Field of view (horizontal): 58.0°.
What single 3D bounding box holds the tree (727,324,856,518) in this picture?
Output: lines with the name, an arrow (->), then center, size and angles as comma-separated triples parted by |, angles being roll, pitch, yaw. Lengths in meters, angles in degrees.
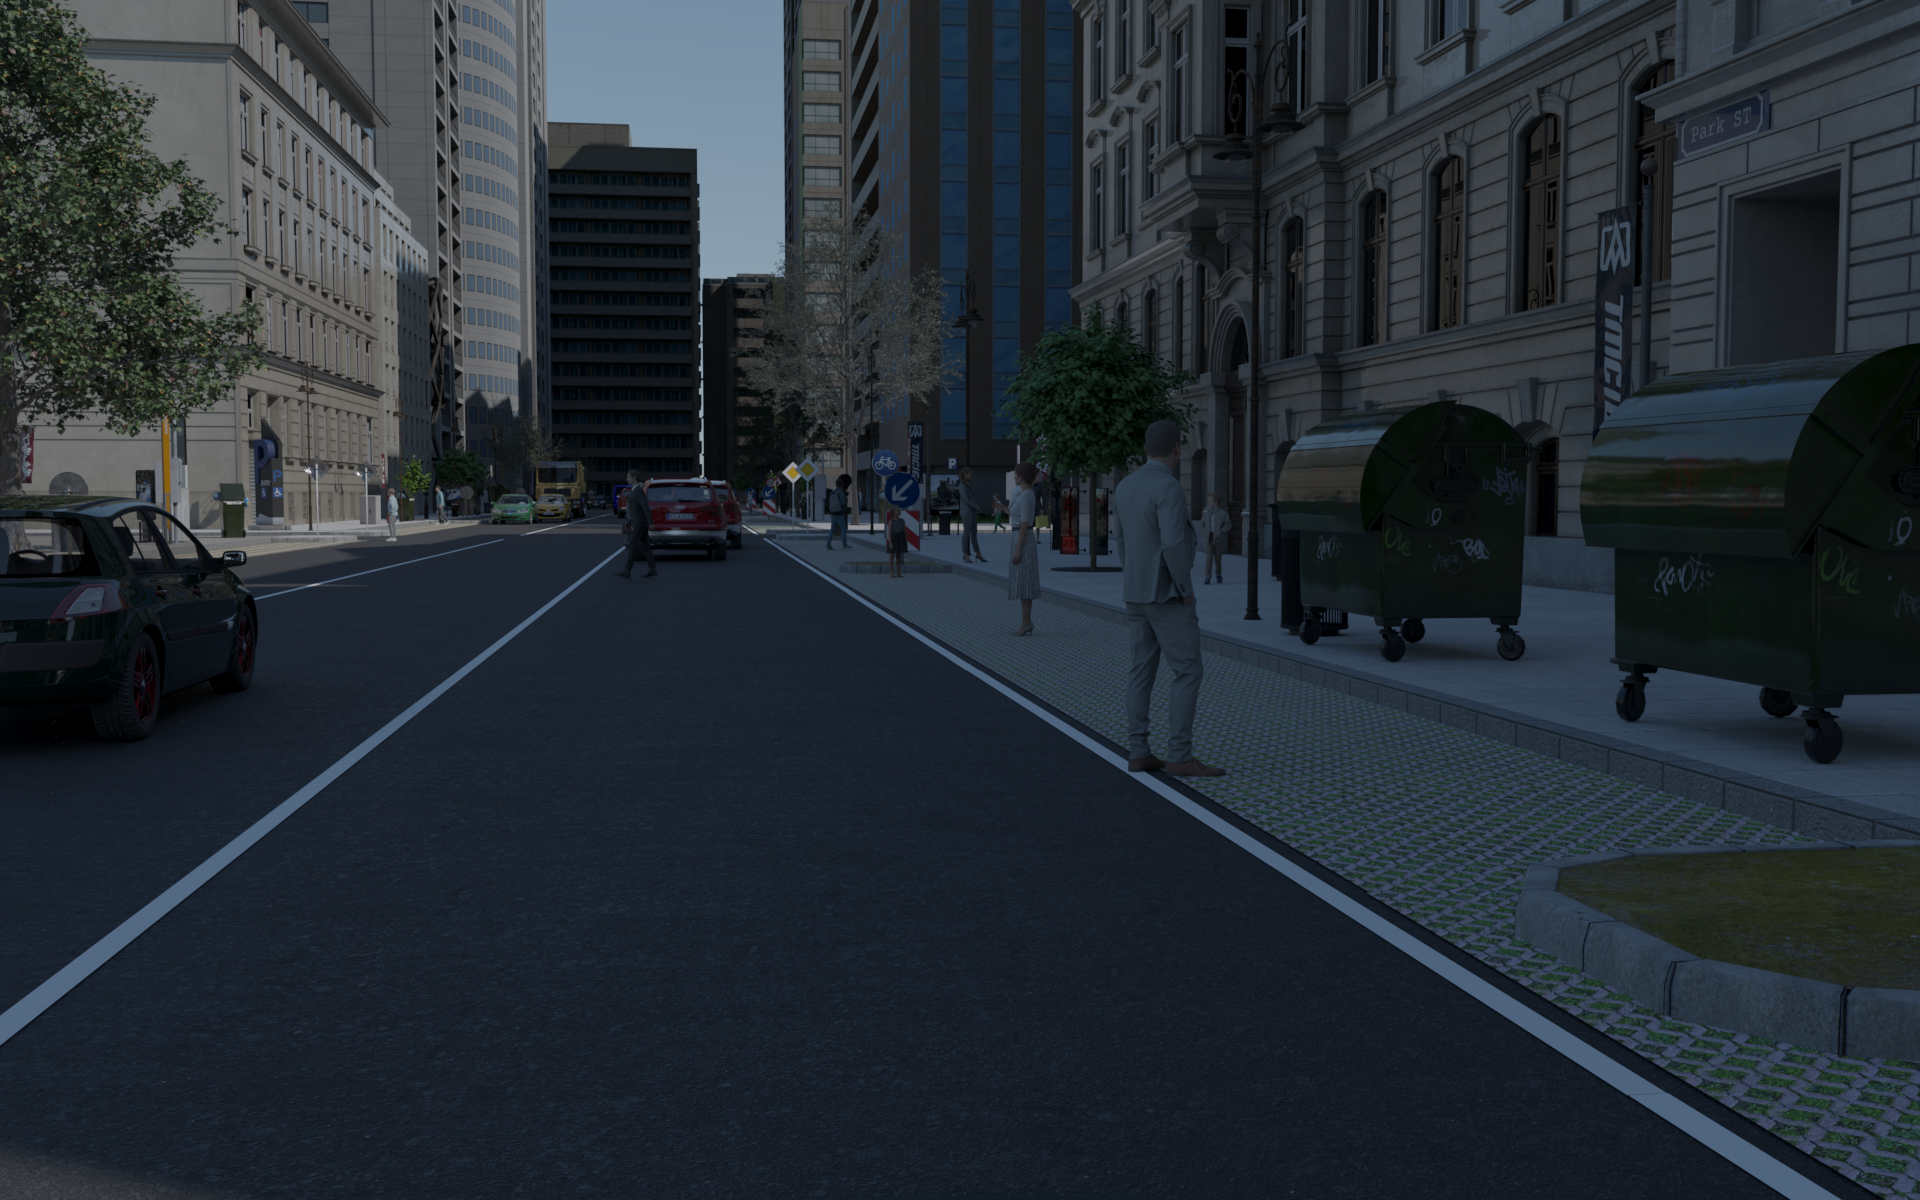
tree -> -9.111, -9.738, 93.626 | 7.601, 10.594, 8.767 | 0, 4, -3

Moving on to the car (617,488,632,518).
car -> -19.508, -5.841, 104.167 | 2.281, 1.827, 5.304 | -1, 4, -9

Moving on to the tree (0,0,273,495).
tree -> -20.288, -7.330, 36.860 | 9.611, 12.733, 9.660 | 0, 3, 0

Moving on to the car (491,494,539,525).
car -> -21.292, -4.351, 82.941 | 2.131, 1.459, 4.920 | 0, 4, -8

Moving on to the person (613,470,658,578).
person -> -5.561, -1.307, 29.651 | 0.755, 1.850, 0.659 | 0, 4, -6

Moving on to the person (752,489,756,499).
person -> -18.611, -9.118, 155.565 | 0.568, 1.767, 0.683 | 1, 4, 16

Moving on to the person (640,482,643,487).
person -> -10.090, -2.800, 54.468 | 0.537, 1.800, 0.526 | -1, 4, -11

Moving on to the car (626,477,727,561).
car -> -6.345, -1.849, 38.910 | 2.281, 1.827, 5.304 | -1, 4, -10

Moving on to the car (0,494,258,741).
car -> -5.830, -0.092, 11.295 | 2.009, 1.686, 4.222 | -1, 4, -10

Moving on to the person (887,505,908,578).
person -> -1.059, -1.003, 29.575 | 0.362, 1.253, 0.373 | -2, 4, -27

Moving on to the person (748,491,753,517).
person -> -12.883, -5.887, 106.561 | 0.330, 1.601, 0.589 | 1, 4, 8

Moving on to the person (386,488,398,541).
person -> -17.385, -2.612, 53.016 | 0.330, 1.601, 0.589 | 0, 4, 3

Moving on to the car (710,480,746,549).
car -> -6.900, -2.323, 46.651 | 2.281, 1.827, 5.304 | 0, 4, -7

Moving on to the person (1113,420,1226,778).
person -> 1.020, -0.016, 8.866 | 0.391, 1.810, 0.635 | -2, 4, -34

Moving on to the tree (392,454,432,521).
tree -> -26.280, -5.449, 83.692 | 1.663, 3.219, 1.824 | 0, 3, 0

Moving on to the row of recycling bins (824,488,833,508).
row of recycling bins -> -9.204, -6.875, 119.523 | 1.069, 1.692, 3.534 | 0, 4, -6

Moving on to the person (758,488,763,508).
person -> -18.669, -9.555, 162.248 | 0.705, 1.826, 1.348 | -1, 4, -22

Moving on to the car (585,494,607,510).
car -> -33.431, -9.140, 159.218 | 2.009, 1.686, 4.222 | -1, 4, -10

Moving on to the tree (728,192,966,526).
tree -> -4.390, -9.807, 70.710 | 12.009, 13.543, 11.850 | 0, 3, 0

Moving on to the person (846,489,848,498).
person -> -9.327, -8.140, 139.963 | 0.721, 1.723, 1.217 | -2, 4, -31

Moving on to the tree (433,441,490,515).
tree -> -31.039, -7.592, 107.841 | 4.285, 4.588, 4.351 | 0, 3, 0

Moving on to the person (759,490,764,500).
person -> -21.539, -11.160, 189.226 | 1.217, 1.735, 0.721 | -3, 5, -42

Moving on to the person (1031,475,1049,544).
person -> 1.898, -2.377, 45.123 | 0.699, 1.804, 1.509 | 0, 4, -4

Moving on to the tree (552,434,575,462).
tree -> -36.667, -12.283, 151.189 | 4.360, 8.622, 3.978 | 0, 3, 0

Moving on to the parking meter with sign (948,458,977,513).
parking meter with sign -> 0.147, -5.377, 84.181 | 0.543, 3.016, 1.738 | 3, 4, 36

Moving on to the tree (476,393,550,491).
tree -> -33.349, -10.805, 127.025 | 4.360, 8.622, 3.978 | 0, 3, 0

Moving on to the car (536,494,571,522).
car -> -20.986, -4.821, 89.040 | 2.015, 1.641, 3.980 | -1, 4, -8

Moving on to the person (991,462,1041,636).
person -> 0.557, -0.512, 17.449 | 0.524, 1.755, 0.480 | 0, 4, 6

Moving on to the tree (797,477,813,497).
tree -> -9.263, -6.673, 103.705 | 1.663, 3.219, 1.824 | 0, 3, 0

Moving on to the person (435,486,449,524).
person -> -24.255, -4.436, 81.043 | 0.620, 1.820, 0.660 | -2, 4, -33

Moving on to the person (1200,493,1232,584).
person -> 3.654, -0.882, 24.743 | 0.475, 1.303, 0.640 | 1, 4, 16

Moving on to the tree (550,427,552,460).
tree -> -35.367, -11.487, 138.181 | 4.360, 8.622, 3.978 | 0, 3, 0

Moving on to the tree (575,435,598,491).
tree -> -46.140, -15.870, 209.838 | 4.360, 8.622, 3.978 | 0, 3, 0

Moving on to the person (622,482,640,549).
person -> -8.469, -2.248, 45.349 | 0.767, 1.812, 0.694 | 2, 4, 33

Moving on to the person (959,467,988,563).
person -> 0.257, -1.597, 32.433 | 0.573, 1.790, 0.520 | 0, 4, -4

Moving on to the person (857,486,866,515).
person -> -6.119, -6.039, 105.130 | 0.721, 1.781, 0.623 | 3, 4, 36

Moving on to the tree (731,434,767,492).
tree -> -23.466, -14.906, 194.069 | 4.360, 8.622, 3.978 | 0, 3, 0

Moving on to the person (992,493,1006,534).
person -> 1.257, -2.816, 56.332 | 0.590, 1.304, 0.306 | -2, 4, -28

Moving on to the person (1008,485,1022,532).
person -> 1.457, -2.147, 41.364 | 0.641, 1.798, 0.478 | -1, 4, -22

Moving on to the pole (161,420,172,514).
pole -> -20.163, -3.068, 44.005 | 0.158, 3.312, 0.155 | 0, 3, 0

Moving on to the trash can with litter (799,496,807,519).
trash can with litter -> -7.528, -4.625, 87.001 | 1.055, 1.170, 0.624 | -1, 4, -23

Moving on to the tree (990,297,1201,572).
tree -> 2.179, -2.774, 29.068 | 4.285, 4.588, 4.351 | 0, 3, 0

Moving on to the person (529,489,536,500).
person -> -41.373, -9.843, 167.705 | 0.721, 1.736, 1.217 | -3, 5, -40

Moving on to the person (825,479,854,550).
person -> -3.102, -2.168, 43.928 | 0.713, 1.824, 0.794 | -2, 4, -25
